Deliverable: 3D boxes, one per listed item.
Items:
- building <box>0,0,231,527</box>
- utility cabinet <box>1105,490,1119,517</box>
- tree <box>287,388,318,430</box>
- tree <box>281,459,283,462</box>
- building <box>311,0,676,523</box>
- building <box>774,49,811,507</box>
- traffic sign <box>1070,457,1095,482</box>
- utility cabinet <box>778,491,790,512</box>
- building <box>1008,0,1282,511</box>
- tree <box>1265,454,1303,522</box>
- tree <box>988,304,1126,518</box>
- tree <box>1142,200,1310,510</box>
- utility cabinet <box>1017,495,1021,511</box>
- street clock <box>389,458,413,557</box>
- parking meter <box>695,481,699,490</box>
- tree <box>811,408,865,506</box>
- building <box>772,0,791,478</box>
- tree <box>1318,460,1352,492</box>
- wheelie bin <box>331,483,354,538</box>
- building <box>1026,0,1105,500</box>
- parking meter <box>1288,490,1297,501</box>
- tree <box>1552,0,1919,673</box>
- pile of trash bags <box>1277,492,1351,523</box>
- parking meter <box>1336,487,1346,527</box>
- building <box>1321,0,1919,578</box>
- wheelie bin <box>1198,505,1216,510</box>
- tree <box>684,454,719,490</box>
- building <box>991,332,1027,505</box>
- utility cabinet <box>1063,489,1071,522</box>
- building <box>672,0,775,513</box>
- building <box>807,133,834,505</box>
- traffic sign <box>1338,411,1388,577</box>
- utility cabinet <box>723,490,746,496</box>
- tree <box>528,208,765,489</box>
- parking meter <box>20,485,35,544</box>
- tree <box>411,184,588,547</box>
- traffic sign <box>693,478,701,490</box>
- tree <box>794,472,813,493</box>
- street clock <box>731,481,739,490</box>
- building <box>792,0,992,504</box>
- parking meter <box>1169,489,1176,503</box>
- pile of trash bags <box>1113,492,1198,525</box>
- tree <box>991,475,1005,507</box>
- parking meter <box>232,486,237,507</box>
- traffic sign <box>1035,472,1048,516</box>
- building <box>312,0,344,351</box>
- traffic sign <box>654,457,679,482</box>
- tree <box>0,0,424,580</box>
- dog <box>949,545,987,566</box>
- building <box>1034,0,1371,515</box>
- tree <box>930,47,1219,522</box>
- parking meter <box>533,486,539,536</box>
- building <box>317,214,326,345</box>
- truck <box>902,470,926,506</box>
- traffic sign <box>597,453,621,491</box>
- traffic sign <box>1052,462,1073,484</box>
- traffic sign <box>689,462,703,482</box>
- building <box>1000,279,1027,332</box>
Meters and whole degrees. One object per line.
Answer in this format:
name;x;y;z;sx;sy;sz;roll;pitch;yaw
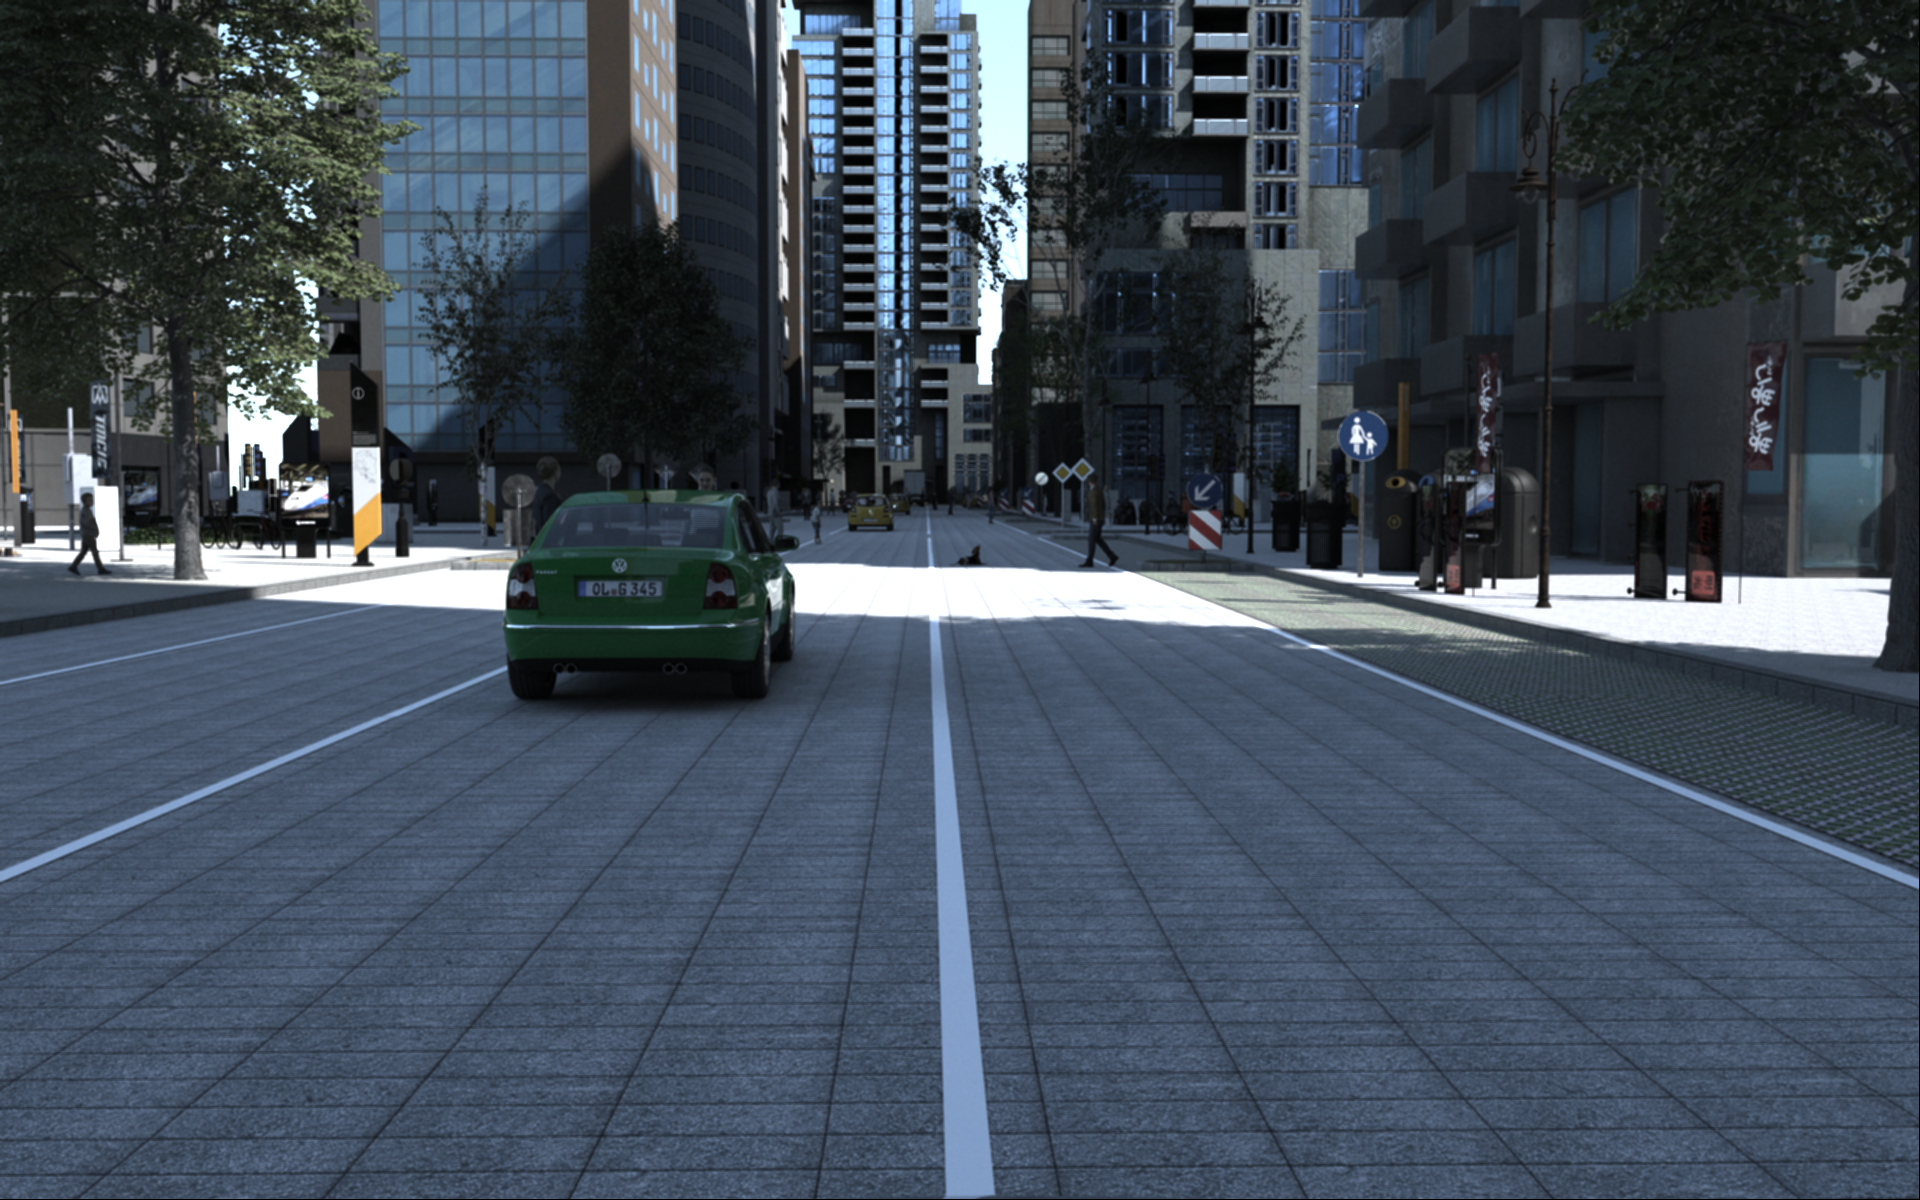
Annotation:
building;-44.085;-38.539;68.368;20.611;71.187;20.563;0;4;-1
utility cabinet;7.988;-5.196;93.641;1.173;1.500;0.318;0;4;5
tree;-43.024;-10.223;117.512;4.737;8.622;4.395;0;3;0
tree;-33.599;-6.510;90.148;4.285;4.588;4.351;0;3;0
building;-21.503;-26.463;82.779;14.600;45.320;14.200;0;4;-1
building;-22.285;-31.924;172.063;14.600;45.320;14.200;0;4;-1
traffic sign;3.906;-3.229;54.979;0.795;2.593;0.064;0;4;-1
utility cabinet;-12.661;-6.985;122.882;1.173;1.500;0.318;0;4;6
building;16.574;-52.266;167.228;22.319;86.520;31.000;0;4;-1
tree;14.936;-5.275;80.850;1.663;3.219;1.824;0;3;0
tree;5.316;-10.325;94.565;9.928;11.665;9.643;0;3;0
tree;6.363;-5.697;43.505;4.360;8.622;3.978;0;3;0
utility cabinet;4.383;-7.148;128.039;0.306;1.237;1.020;0;4;1
street clock;-11.376;-1.878;35.279;0.471;2.002;0.358;2;4;33
parking meter;-11.522;-4.336;76.611;0.399;1.863;0.255;0;4;2
tree;-14.295;-15.394;186.105;8.767;10.594;7.601;0;4;1
building;-29.273;-34.352;150.889;28.713;52.752;27.495;0;4;-1
tree;18.302;-5.514;84.760;1.663;3.219;1.824;0;3;0
wheelie bin;-18.237;-2.646;51.166;0.693;1.594;0.980;-3;4;-36
building;12.549;-28.281;145.985;14.154;41.232;14.086;0;4;-1
parking meter;16.597;-4.759;86.214;0.372;1.533;0.369;0;3;0
tree;7.316;-5.769;12.451;7.486;12.596;7.792;0;3;0
pile of trash bags;16.057;-4.194;78.323;3.447;1.369;1.912;0;4;3
parking meter;14.700;-3.570;66.788;0.372;1.533;0.369;0;3;0
building;21.914;-25.590;38.009;23.786;49.044;30.456;0;4;-1
wheelie bin;9.709;-3.672;67.951;0.693;1.594;0.980;2;4;26
tree;-12.323;-5.405;82.981;1.663;3.219;1.824;0;3;0
building;17.924;-21.666;199.281;27.650;21.520;28.899;0;4;-1
utility cabinet;4.919;-4.348;79.775;0.318;1.500;1.173;0;4;-4
building;-24.145;-35.005;114.327;21.231;58.520;28.212;0;4;-1
building;-29.788;-33.426;201.135;28.867;44.769;22.147;0;4;-1
traffic sign;6.167;-1.620;26.600;0.768;2.556;0.104;0;4;1
utility cabinet;-12.045;-5.130;92.556;1.173;1.500;0.318;1;4;11
tree;-12.619;-9.356;69.985;9.611;12.733;9.660;0;3;0
parking meter;-24.125;-2.222;44.736;0.372;1.533;0.369;0;3;0
tree;-11.499;-5.626;42.355;4.360;8.622;3.978;0;3;0
traffic sign;-11.392;-4.641;75.985;0.768;2.556;0.104;0;4;8
tree;-13.372;-9.414;148.526;1.663;3.219;1.824;0;3;0
street clock;-12.882;-5.787;99.184;0.471;2.002;0.358;2;4;30
building;-10.245;-56.175;231.134;31.000;86.520;22.319;0;4;-1
parking meter;11.101;-5.013;90.373;0.372;1.533;0.369;0;3;0
pile of trash bags;8.046;-3.800;71.875;3.447;1.369;1.912;0;4;8
tree;3.765;-11.033;174.996;1.663;3.219;1.824;0;3;0
parking meter;-50.105;-6.970;119.666;0.255;1.863;0.399;0;4;-2
traffic sign;4.730;-6.134;100.404;0.768;2.556;0.104;0;4;2
building;-58.340;-40.281;200.585;28.212;58.520;21.231;0;4;-1
traffic sign;-9.286;-3.214;54.744;0.795;2.593;0.064;0;4;-1
tree;-11.614;-6.546;25.147;7.486;12.596;7.792;0;3;0
dog;0.156;-0.900;34.909;0.748;0.427;0.550;0;4;7
building;16.773;-49.043;114.526;22.319;86.520;31.000;0;4;-1
tree;4.912;-13.489;76.430;12.611;20.169;13.585;0;3;0
parking meter;-12.750;-2.696;52.496;0.372;1.533;0.369;0;3;0
building;-71.167;-35.268;231.257;28.867;44.769;22.147;0;4;-1
truck;-5.406;-13.181;204.422;2.839;4.237;11.283;0;4;-2
traffic sign;-10.985;-3.309;54.208;0.768;2.556;0.104;0;4;0
traffic sign;3.751;-3.717;62.962;0.795;2.593;0.064;0;4;-1
traffic sign;-9.441;-3.703;62.728;0.795;2.593;0.064;0;4;-1
building;12.634;-28.042;230.184;14.107;30.474;14.160;0;4;-1
